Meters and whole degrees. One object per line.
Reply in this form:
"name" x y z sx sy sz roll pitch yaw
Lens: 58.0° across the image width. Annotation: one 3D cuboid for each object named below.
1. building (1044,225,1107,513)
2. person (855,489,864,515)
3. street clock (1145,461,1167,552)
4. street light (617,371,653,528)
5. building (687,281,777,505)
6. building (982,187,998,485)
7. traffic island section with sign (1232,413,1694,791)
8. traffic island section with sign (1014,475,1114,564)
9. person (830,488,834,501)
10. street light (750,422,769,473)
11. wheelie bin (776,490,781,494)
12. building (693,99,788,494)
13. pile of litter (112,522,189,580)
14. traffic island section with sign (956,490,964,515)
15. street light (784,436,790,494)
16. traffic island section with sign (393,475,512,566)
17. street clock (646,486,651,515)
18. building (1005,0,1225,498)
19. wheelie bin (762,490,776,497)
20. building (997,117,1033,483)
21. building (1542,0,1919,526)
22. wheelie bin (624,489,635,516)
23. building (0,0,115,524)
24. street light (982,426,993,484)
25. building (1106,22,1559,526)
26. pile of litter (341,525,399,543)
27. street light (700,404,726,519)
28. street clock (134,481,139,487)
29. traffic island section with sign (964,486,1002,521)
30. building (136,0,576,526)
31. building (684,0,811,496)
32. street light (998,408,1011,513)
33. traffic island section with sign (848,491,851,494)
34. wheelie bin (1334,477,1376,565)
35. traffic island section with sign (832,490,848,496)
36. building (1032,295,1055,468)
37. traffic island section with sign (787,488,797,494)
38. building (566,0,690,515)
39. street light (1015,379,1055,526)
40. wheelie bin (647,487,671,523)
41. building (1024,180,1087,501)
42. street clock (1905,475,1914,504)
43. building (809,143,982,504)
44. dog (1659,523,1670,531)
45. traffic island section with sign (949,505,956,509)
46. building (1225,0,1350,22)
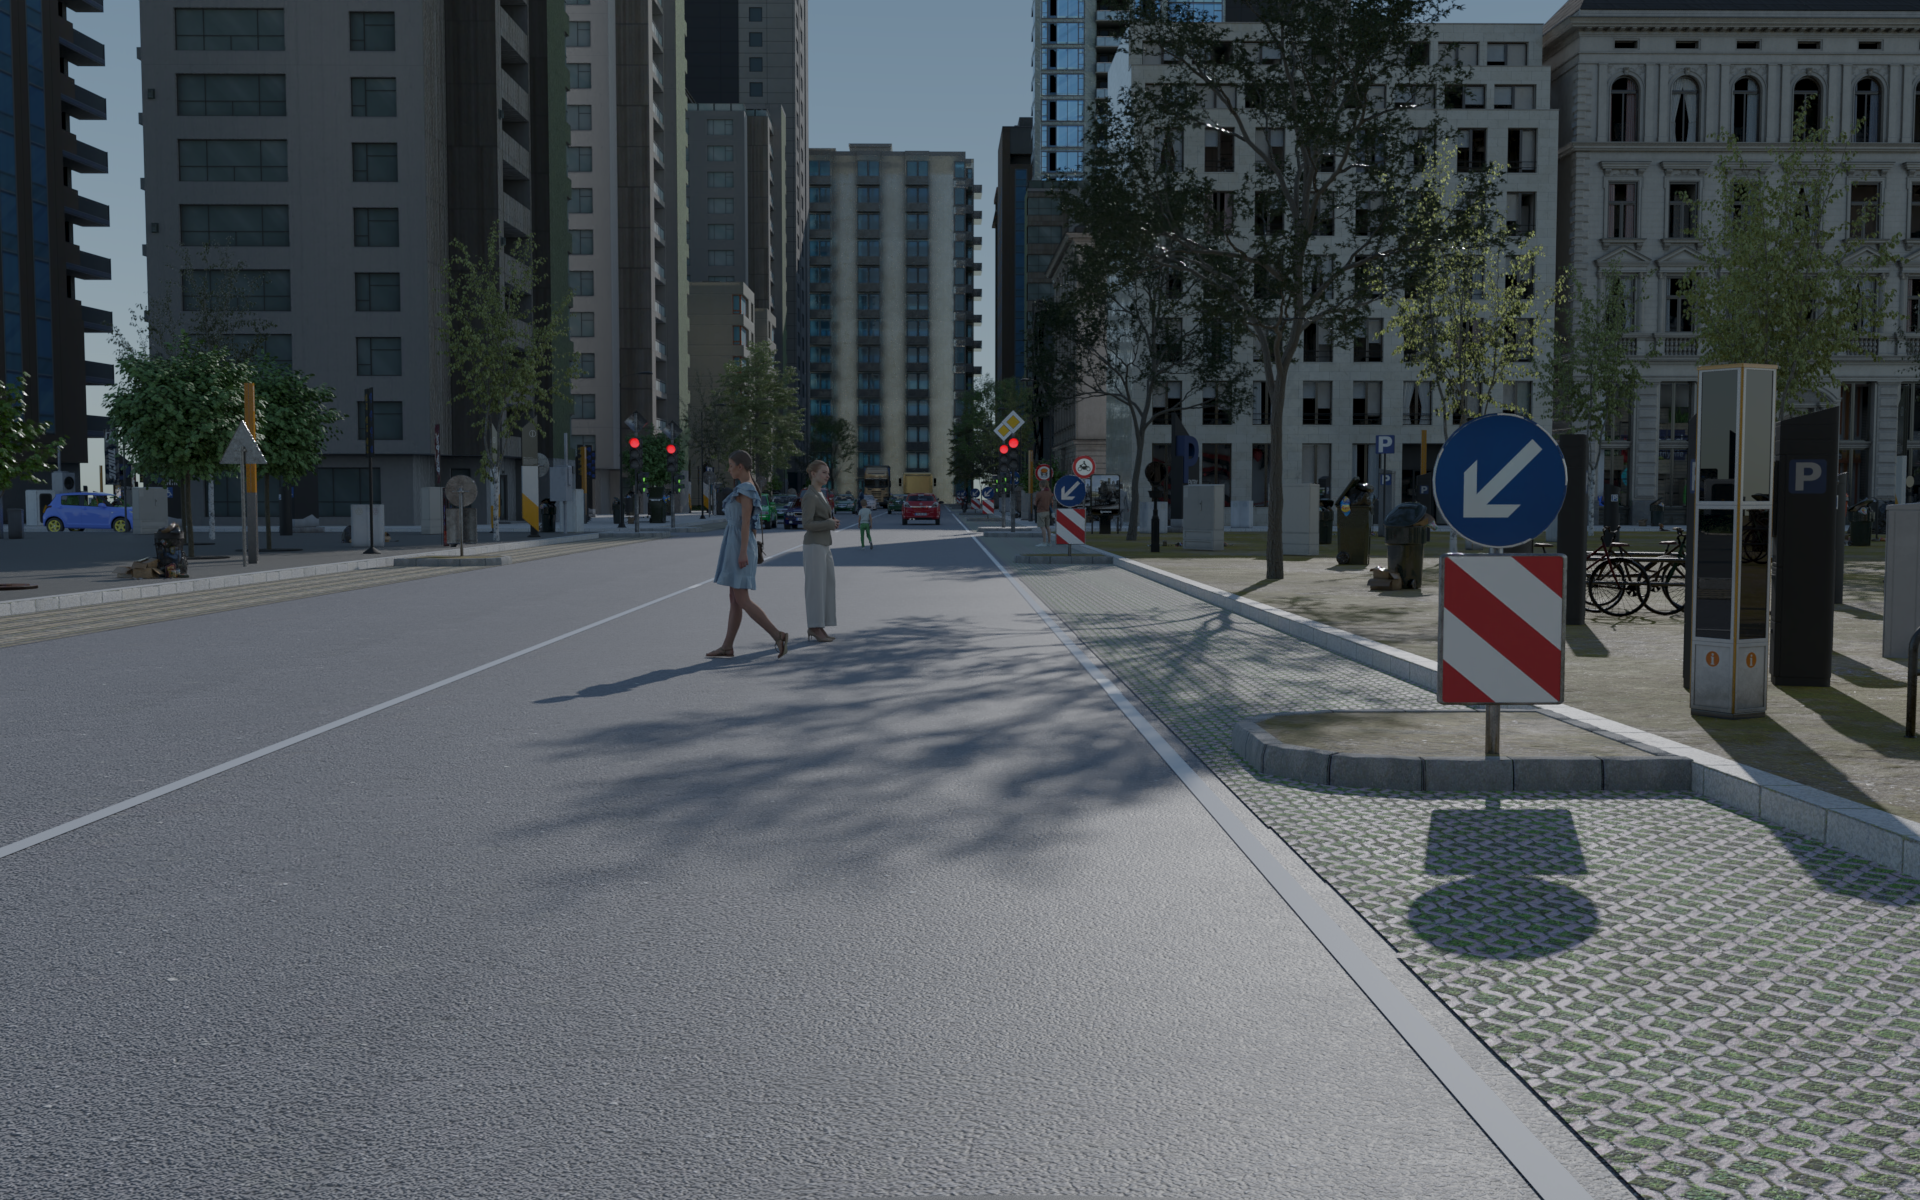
"building" 11.168 -14.960 109.231 10.561 19.102 19.286 0 4 -1
"person" -6.814 -6.709 118.376 0.419 1.800 0.721 -3 5 -40
"street clock" 4.307 -2.054 38.161 0.471 2.002 0.358 0 4 2
"street light" -12.331 -5.700 65.742 1.470 5.913 1.316 0 4 -1
"building" -31.650 -18.988 155.498 27.650 21.520 28.899 0 4 -1
"building" 17.381 -35.703 238.366 28.867 44.769 22.147 0 4 -1
"traffic island section with sign" 2.523 -0.038 9.243 1.989 1.847 2.006 0 4 -1
"traffic island section with sign" 2.137 -1.686 36.195 1.989 1.847 2.006 0 4 -1
"person" -8.791 -6.667 117.633 0.709 1.813 0.853 2 4 26
"street light" -13.051 -8.548 112.306 1.470 5.913 1.316 0 4 -1
"wheelie bin" -14.248 -7.752 134.650 0.980 1.594 0.693 0 4 -5
"building" -25.251 -30.144 176.444 14.154 41.232 14.086 0 4 -1
"pile of litter" -12.424 -0.775 26.629 1.176 0.858 1.719 -1 4 -9
"traffic island section with sign" 0.929 -6.688 117.974 1.989 1.847 2.006 0 4 -1
"street light" -13.247 -10.000 136.037 1.470 5.913 1.316 0 4 -1
"traffic island section with sign" -10.180 -1.615 35.027 1.989 1.847 2.006 0 4 -1
"street clock" -18.770 -6.117 104.582 0.358 2.002 0.471 -1 4 -10
"building" 16.371 -53.218 182.784 22.319 86.520 31.000 0 4 -1
"wheelie bin" -13.912 -7.111 124.174 0.693 1.594 0.980 1 4 21
"building" 11.631 -34.032 206.533 14.600 45.320 14.200 0 4 -1
"building" 33.840 -15.014 74.357 19.941 23.489 11.050 0 4 -1
"wheelie bin" -19.521 -5.788 102.549 0.693 1.594 0.980 -1 4 -17
"building" -47.291 -25.961 74.568 14.200 45.320 14.600 0 4 -1
"street light" 2.389 -8.873 117.613 1.470 5.913 1.316 0 4 -1
"building" 15.175 -13.399 73.824 16.860 20.320 10.420 0 4 -1
"pile of litter" -15.712 -1.965 46.100 1.719 0.858 1.176 -3 5 -43
"street light" -12.717 -7.127 89.062 1.470 5.913 1.316 0 4 -1
"street clock" -47.148 -5.785 99.146 0.358 2.002 0.471 -2 4 -30
"traffic island section with sign" 1.341 -5.029 90.857 1.989 1.847 2.006 0 4 -1
"building" -25.203 -18.526 74.598 14.160 30.474 14.107 0 4 -1
"building" -28.459 -46.685 201.550 20.611 71.187 20.563 0 4 -1
"street light" 2.729 -7.385 93.282 1.470 5.913 1.316 0 4 -1
"traffic island section with sign" -12.536 -11.446 195.772 1.989 1.847 2.006 0 4 -1
"wheelie bin" 7.222 -1.450 31.624 0.693 1.594 0.980 1 4 19
"traffic island section with sign" -12.127 -9.739 167.861 1.989 1.847 2.006 0 4 -1
"building" 13.870 -16.234 132.882 16.820 18.784 16.811 0 4 -1
"traffic island section with sign" -11.380 -6.663 117.564 1.989 1.847 2.006 0 4 -1
"building" -25.765 -26.279 113.253 14.154 41.232 14.086 0 4 -1
"street light" 3.107 -5.950 69.828 1.470 5.913 1.316 0 4 -1
"wheelie bin" -13.275 -4.167 76.041 0.980 1.594 0.693 1 4 11
"building" 12.920 -23.867 161.924 14.160 30.474 14.107 0 4 -1
"street clock" 36.686 -3.824 67.095 0.471 2.002 0.358 -1 4 -22
"building" -12.297 -37.896 239.200 30.456 49.044 23.786 0 4 -1
"dog" 25.006 -2.533 61.601 0.550 0.427 0.748 1 4 14
"traffic island section with sign" 0.196 -9.769 168.345 1.989 1.847 2.006 0 4 -1
"building" 33.111 -46.793 203.323 20.611 71.187 20.563 0 4 -1
